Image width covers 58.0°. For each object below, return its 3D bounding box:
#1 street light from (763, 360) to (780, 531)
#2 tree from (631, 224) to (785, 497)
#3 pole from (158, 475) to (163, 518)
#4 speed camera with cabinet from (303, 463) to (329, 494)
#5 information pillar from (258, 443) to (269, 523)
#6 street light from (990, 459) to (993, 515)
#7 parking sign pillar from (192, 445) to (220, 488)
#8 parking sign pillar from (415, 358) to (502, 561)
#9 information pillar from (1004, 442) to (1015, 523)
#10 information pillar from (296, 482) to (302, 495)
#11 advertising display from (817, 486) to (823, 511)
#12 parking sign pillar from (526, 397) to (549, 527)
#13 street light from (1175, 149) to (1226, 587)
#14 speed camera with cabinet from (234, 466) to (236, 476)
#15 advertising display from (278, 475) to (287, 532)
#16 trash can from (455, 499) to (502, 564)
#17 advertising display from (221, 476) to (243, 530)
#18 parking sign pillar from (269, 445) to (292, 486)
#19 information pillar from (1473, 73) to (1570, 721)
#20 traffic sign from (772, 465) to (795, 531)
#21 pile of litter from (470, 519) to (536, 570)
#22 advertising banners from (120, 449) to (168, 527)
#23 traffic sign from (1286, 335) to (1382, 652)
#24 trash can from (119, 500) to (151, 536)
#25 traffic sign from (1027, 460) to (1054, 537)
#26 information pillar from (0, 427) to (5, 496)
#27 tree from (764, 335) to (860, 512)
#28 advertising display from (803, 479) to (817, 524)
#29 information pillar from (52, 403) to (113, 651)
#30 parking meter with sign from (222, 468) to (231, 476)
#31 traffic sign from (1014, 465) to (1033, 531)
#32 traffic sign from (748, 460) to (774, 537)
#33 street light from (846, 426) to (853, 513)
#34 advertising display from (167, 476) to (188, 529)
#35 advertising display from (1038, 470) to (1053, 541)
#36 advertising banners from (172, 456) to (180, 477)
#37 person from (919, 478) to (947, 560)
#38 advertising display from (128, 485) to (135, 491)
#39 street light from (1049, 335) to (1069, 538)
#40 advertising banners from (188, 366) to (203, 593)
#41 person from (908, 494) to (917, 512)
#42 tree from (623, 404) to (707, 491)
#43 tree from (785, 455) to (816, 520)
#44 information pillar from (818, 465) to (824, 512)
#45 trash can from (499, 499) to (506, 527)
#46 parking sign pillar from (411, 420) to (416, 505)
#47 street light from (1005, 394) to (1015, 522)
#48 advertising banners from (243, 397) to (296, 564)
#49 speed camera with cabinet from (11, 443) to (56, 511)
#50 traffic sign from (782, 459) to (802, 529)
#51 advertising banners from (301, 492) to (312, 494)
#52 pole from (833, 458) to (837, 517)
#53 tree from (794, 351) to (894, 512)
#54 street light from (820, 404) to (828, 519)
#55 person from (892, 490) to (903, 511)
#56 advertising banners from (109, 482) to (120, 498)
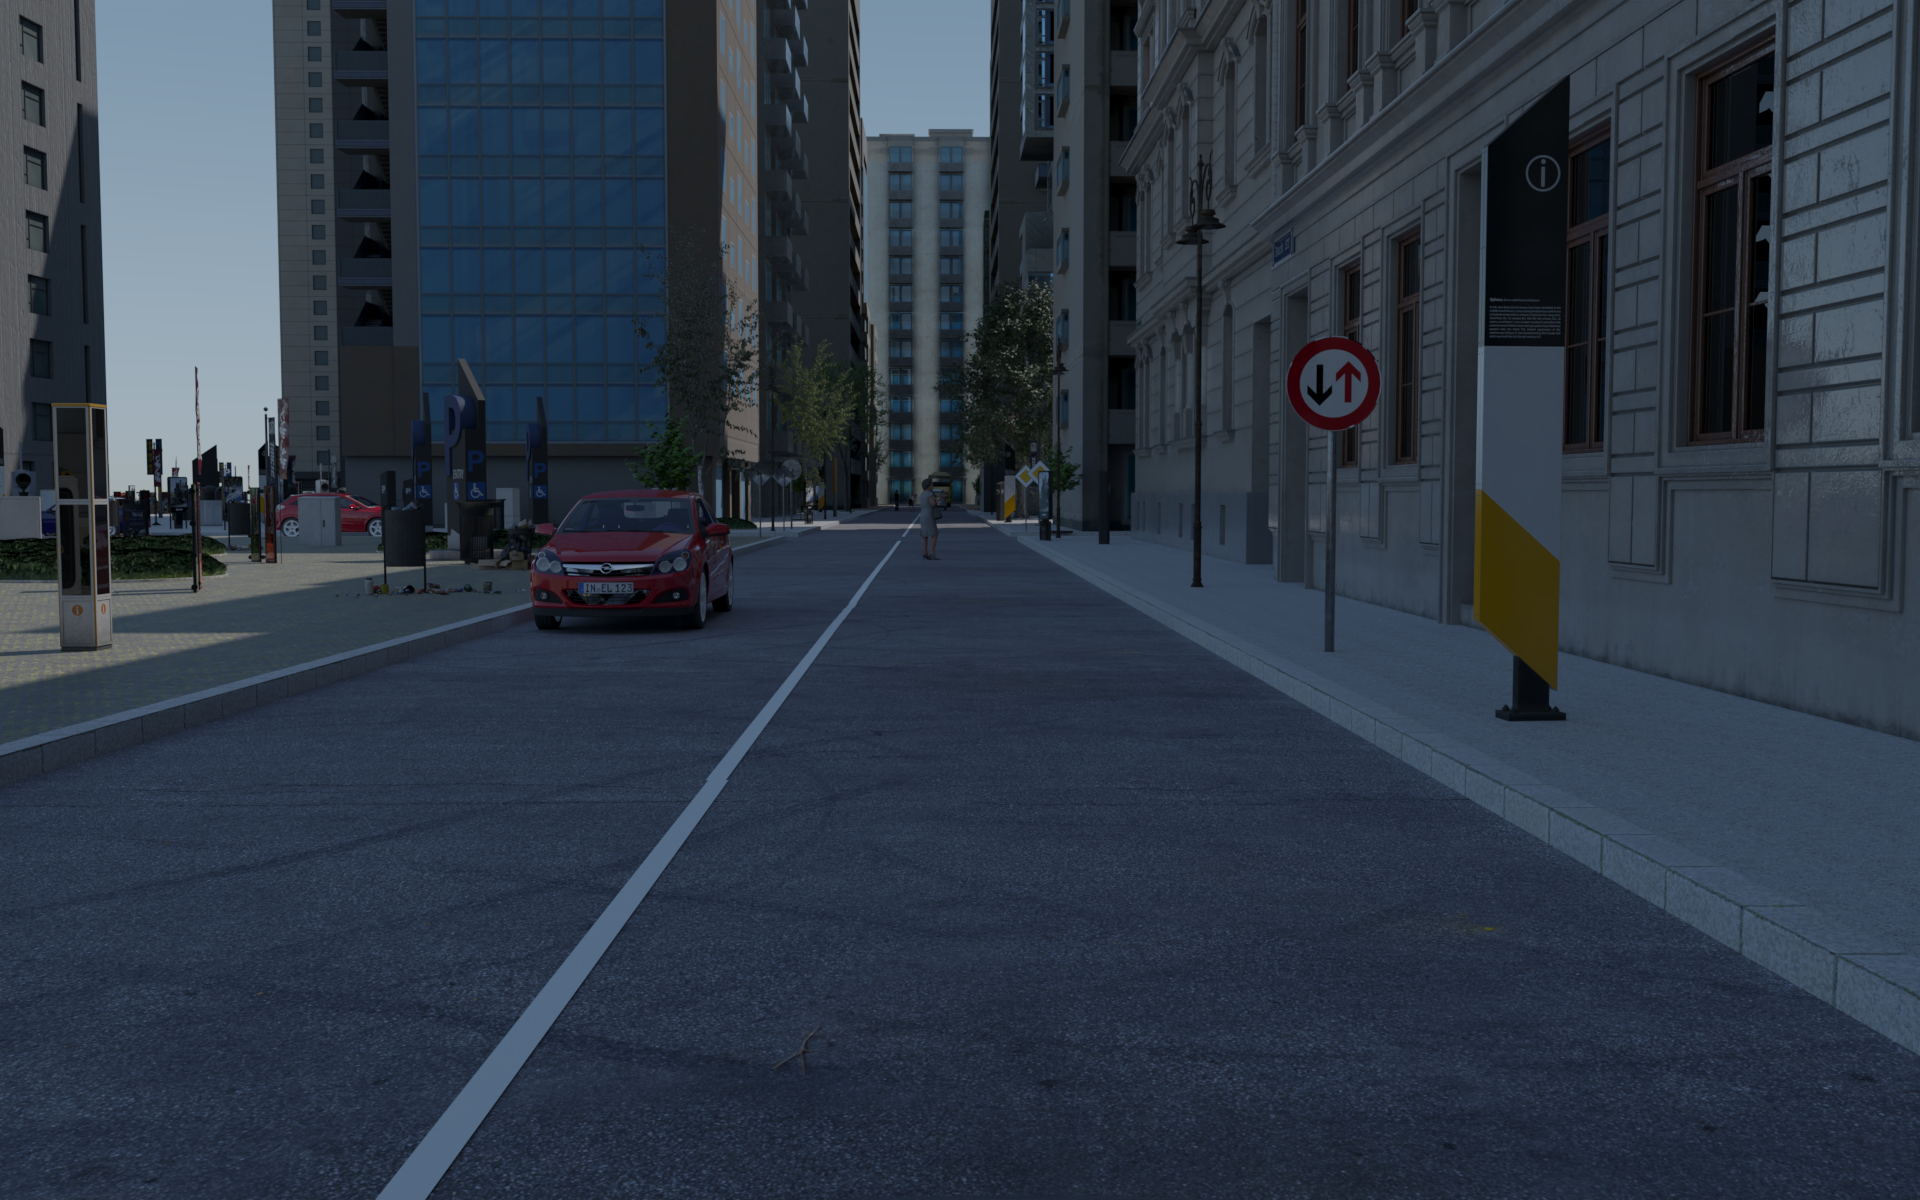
[{"bbox_3d":[-6.481,-5.324,59.842,0.468,5.910,1.993,0,4,-1],"label":"street light"},{"bbox_3d":[-6.987,-5.914,47.062,4.360,8.622,3.978,0,3,0],"label":"tree"},{"bbox_3d":[-42.988,-6.068,93.047,0.158,3.312,0.155,0,3,0],"label":"pole"},{"bbox_3d":[-41.614,-7.159,111.385,0.660,3.252,2.038,3,5,40],"label":"speed camera with cabinet"},{"bbox_3d":[-30.598,-5.187,76.157,0.504,3.616,0.183,1,4,13],"label":"information pillar"},{"bbox_3d":[1.975,-8.211,107.031,0.468,5.910,1.993,0,4,-1],"label":"street light"},{"bbox_3d":[-41.040,-6.470,94.263,1.447,3.967,1.447,0,4,-5],"label":"parking sign pillar"},{"bbox_3d":[-9.680,-2.780,33.930,1.447,3.967,1.447,-2,4,-32],"label":"parking sign pillar"},{"bbox_3d":[2.234,-5.291,77.865,0.504,3.616,0.183,0,4,-7],"label":"information pillar"},{"bbox_3d":[-39.521,-6.050,103.403,0.304,2.012,0.304,1,4,8],"label":"information pillar"},{"bbox_3d":[-10.645,-7.756,132.029,0.974,1.923,0.123,3,5,39],"label":"advertising display"},{"bbox_3d":[-11.556,-3.603,47.388,1.447,3.967,1.447,-1,4,-19],"label":"parking sign pillar"},{"bbox_3d":[3.271,-3.115,23.718,0.468,5.910,1.993,0,4,-1],"label":"street light"},{"bbox_3d":[-51.806,-7.811,122.048,2.038,3.252,0.660,0,4,-4],"label":"speed camera with cabinet"},{"bbox_3d":[-22.997,-3.278,58.813,0.123,1.923,0.974,-2,4,-31],"label":"advertising display"},{"bbox_3d":[-8.879,-1.233,31.806,0.748,1.137,0.748,0,3,0],"label":"trash can"},{"bbox_3d":[-26.027,-3.472,61.982,0.123,1.923,0.974,1,4,17],"label":"advertising display"},{"bbox_3d":[-34.568,-6.098,88.172,1.447,3.967,1.447,1,4,14],"label":"parking sign pillar"},{"bbox_3d":[3.171,-1.126,9.757,0.504,3.616,0.183,0,4,-6],"label":"information pillar"},{"bbox_3d":[-6.031,-3.405,59.312,0.795,2.450,0.064,0,4,-1],"label":"traffic sign"},{"bbox_3d":[-7.688,-0.957,29.607,1.176,0.858,1.719,-2,4,-35],"label":"pile of litter"},{"bbox_3d":[-31.307,-4.298,66.454,0.090,3.025,2.074,1,4,18],"label":"advertising banners"},{"bbox_3d":[3.007,-0.851,14.022,0.768,2.556,0.104,0,4,2],"label":"traffic sign"},{"bbox_3d":[-20.935,-1.978,43.988,0.748,1.137,0.748,0,3,0],"label":"trash can"},{"bbox_3d":[2.376,-2.922,51.425,0.795,2.450,0.064,0,4,-1],"label":"traffic sign"},{"bbox_3d":[-28.616,-3.670,51.362,0.183,3.616,0.504,3,5,44],"label":"information pillar"},{"bbox_3d":[-6.944,-7.981,80.846,4.737,8.622,4.395,0,3,0],"label":"tree"},{"bbox_3d":[-6.417,-4.173,73.439,0.123,1.923,0.974,1,4,16],"label":"advertising display"},{"bbox_3d":[-7.194,-0.594,14.210,0.304,2.012,0.304,0,4,-2],"label":"information pillar"},{"bbox_3d":[-49.161,-7.350,116.434,0.543,3.016,1.738,-2,4,-29],"label":"parking meter with sign"},{"bbox_3d":[2.263,-3.411,59.409,0.795,2.450,0.064,0,4,-1],"label":"traffic sign"},{"bbox_3d":[-5.917,-2.917,51.328,0.795,2.450,0.064,0,4,-1],"label":"traffic sign"},{"bbox_3d":[-7.302,-8.725,115.446,0.468,5.910,1.993,0,4,-1],"label":"street light"},{"bbox_3d":[-28.885,-3.593,63.961,0.123,1.923,0.974,1,4,14],"label":"advertising display"},{"bbox_3d":[2.352,-2.600,47.719,0.123,1.923,0.974,-1,4,-15],"label":"advertising display"},{"bbox_3d":[-35.247,-5.007,78.055,0.090,3.025,2.074,-2,4,-27],"label":"advertising banners"},{"bbox_3d":[-0.564,-1.762,37.660,0.532,1.782,0.716,-2,4,-30],"label":"person"},{"bbox_3d":[-60.396,-7.408,126.328,0.123,1.923,0.974,0,4,-4],"label":"advertising display"},{"bbox_3d":[2.874,-4.750,50.458,0.468,5.910,1.993,0,4,-1],"label":"street light"},{"bbox_3d":[-10.255,-1.656,23.256,0.090,3.025,2.074,-1,4,-20],"label":"advertising banners"},{"bbox_3d":[-3.731,-7.704,137.642,0.799,1.438,0.628,0,4,8],"label":"person"},{"bbox_3d":[-6.237,-2.618,37.402,1.663,3.219,1.824,0,3,0],"label":"tree"},{"bbox_3d":[-7.840,-5.537,85.135,1.663,3.219,1.824,0,3,0],"label":"tree"},{"bbox_3d":[-9.669,-7.925,120.931,0.504,3.616,0.183,-1,4,-15],"label":"information pillar"},{"bbox_3d":[-13.864,-2.438,51.518,0.748,1.137,0.748,0,3,0],"label":"trash can"},{"bbox_3d":[-14.082,-3.481,45.388,1.447,3.967,1.447,-1,4,-19],"label":"parking sign pillar"},{"bbox_3d":[2.337,-6.575,80.291,0.468,5.910,1.993,0,4,-1],"label":"street light"},{"bbox_3d":[-12.829,-2.199,32.147,0.090,3.025,2.074,-3,5,-42],"label":"advertising banners"},{"bbox_3d":[-35.365,-4.427,66.725,2.038,3.252,0.660,0,4,-1],"label":"speed camera with cabinet"},{"bbox_3d":[-6.194,-3.885,63.621,0.768,2.556,0.104,0,4,3],"label":"traffic sign"},{"bbox_3d":[-40.318,-6.706,105.823,2.074,3.025,0.090,2,4,25],"label":"advertising banners"},{"bbox_3d":[-7.046,-6.348,97.640,0.158,3.312,0.155,0,3,0],"label":"pole"},{"bbox_3d":[-8.361,-12.260,126.200,9.928,11.665,9.643,0,3,0],"label":"tree"},{"bbox_3d":[-6.863,-7.047,88.004,0.468,5.910,1.993,0,4,-1],"label":"street light"},{"bbox_3d":[-5.406,-8.585,148.879,0.705,1.822,1.348,3,5,41],"label":"person"},{"bbox_3d":[-48.614,-6.346,99.947,0.090,3.025,2.074,2,4,28],"label":"advertising banners"}]
